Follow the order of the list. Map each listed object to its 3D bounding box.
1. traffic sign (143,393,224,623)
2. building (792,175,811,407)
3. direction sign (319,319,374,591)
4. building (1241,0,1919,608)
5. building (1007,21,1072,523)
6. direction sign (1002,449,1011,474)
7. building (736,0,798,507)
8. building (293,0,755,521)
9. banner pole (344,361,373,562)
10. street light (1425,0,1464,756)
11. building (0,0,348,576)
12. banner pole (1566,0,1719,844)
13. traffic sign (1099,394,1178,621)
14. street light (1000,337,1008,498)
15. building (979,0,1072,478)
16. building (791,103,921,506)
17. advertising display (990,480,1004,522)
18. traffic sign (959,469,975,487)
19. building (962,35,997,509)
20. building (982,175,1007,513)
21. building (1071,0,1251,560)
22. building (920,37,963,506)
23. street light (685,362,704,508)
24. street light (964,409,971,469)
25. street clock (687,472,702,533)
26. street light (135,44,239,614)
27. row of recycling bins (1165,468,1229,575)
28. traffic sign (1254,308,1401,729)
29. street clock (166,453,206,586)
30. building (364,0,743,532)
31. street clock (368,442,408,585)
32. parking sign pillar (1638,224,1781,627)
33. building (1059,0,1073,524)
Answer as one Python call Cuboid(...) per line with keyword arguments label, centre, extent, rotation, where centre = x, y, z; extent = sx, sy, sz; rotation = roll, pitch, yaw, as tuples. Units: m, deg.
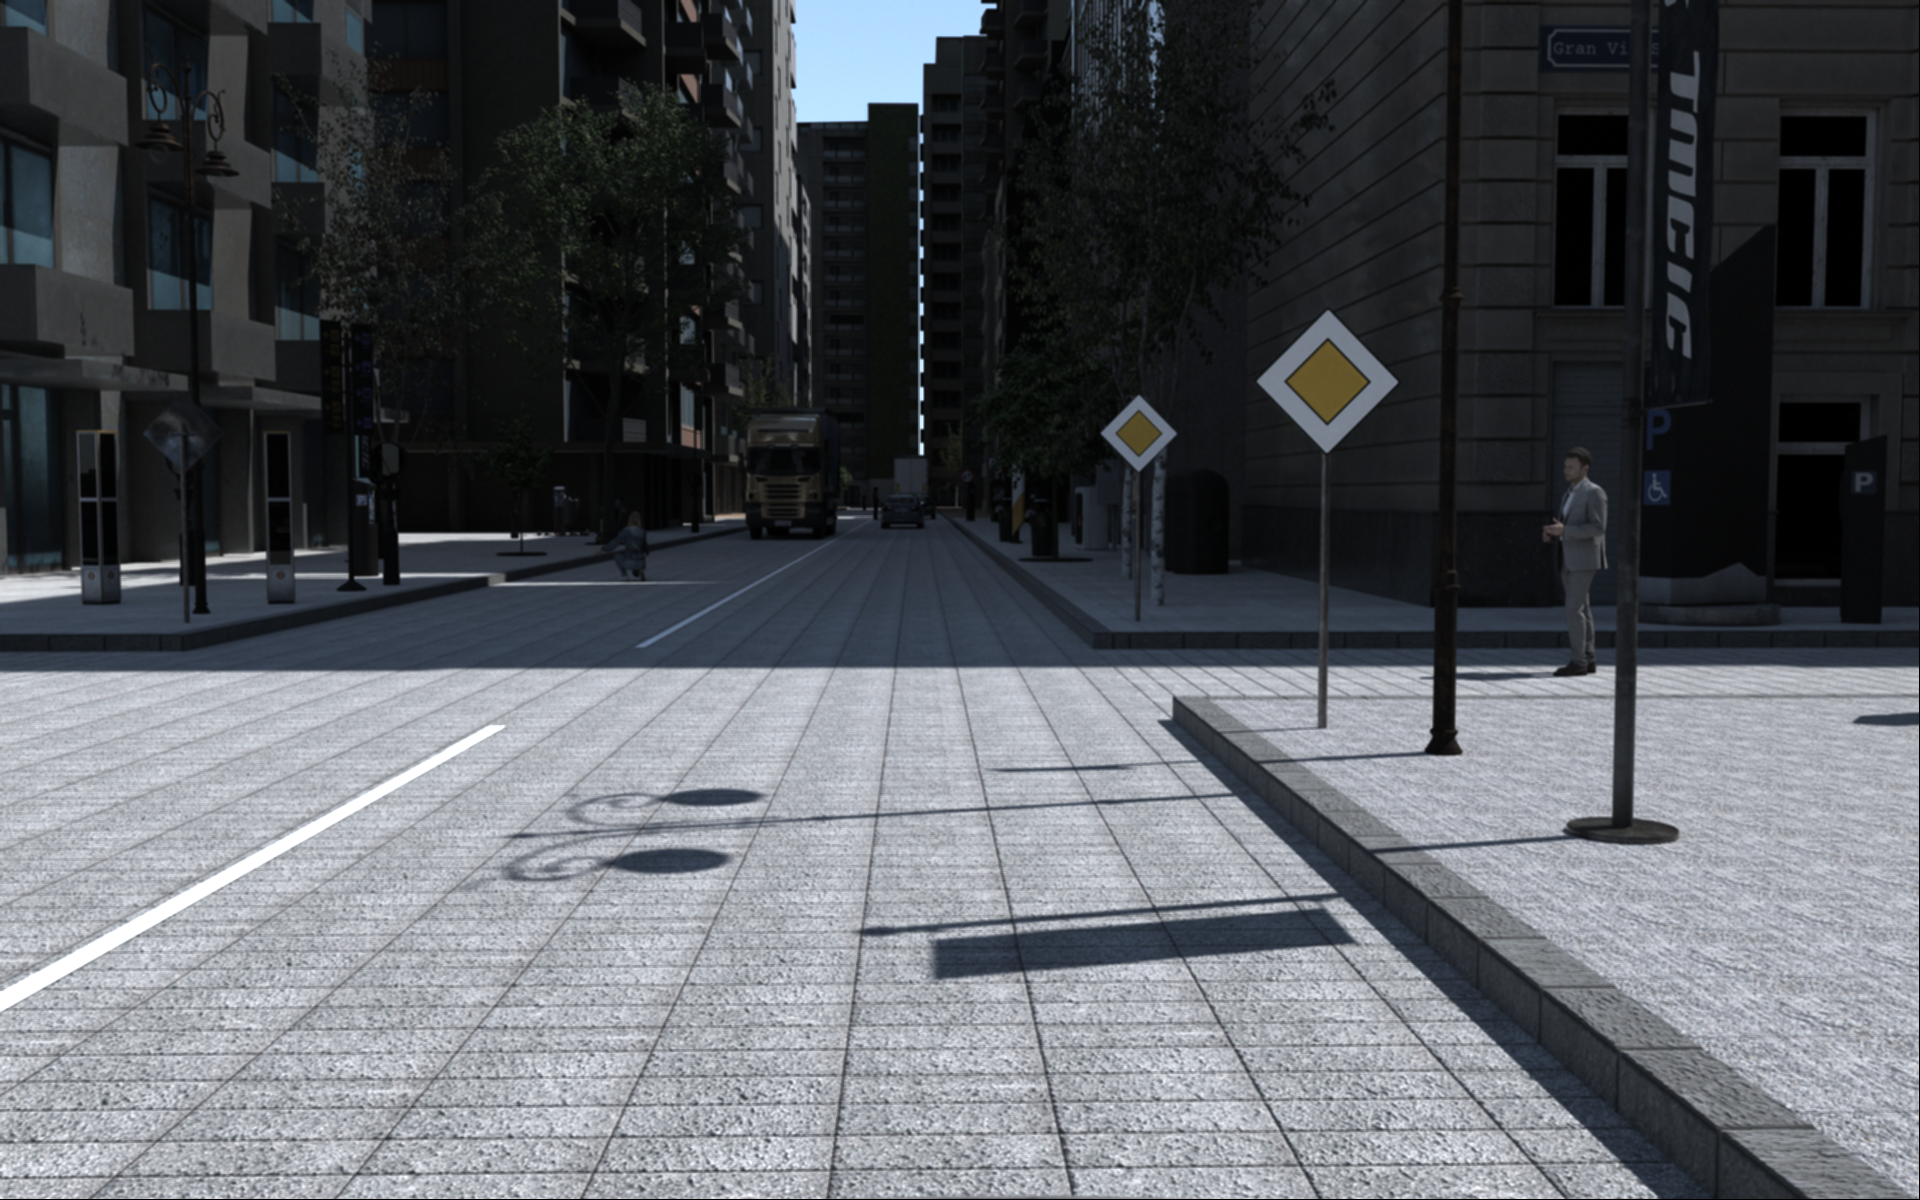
Cuboid(label="traffic sign", centre=(-7.703, -0.829, 17.204), extent=(0.795, 2.450, 0.064), rotation=(0, 4, -1))
Cuboid(label="building", centre=(-20.830, -23.685, 158.958), extent=(14.107, 30.474, 14.160), rotation=(0, 4, -1))
Cuboid(label="direction sign", centre=(-8.084, -1.891, 22.907), extent=(0.379, 3.537, 0.876), rotation=(2, 4, 27))
Cuboid(label="building", centre=(17.277, -13.905, 24.617), extent=(25.104, 27.353, 12.463), rotation=(0, 4, -1))
Cuboid(label="building", centre=(8.845, -15.611, 84.922), extent=(12.332, 23.373, 15.834), rotation=(0, 4, -1))
Cuboid(label="direction sign", centre=(2.085, -4.690, 68.683), extent=(0.876, 3.537, 0.379), rotation=(2, 4, 25))
Cuboid(label="building", centre=(-26.952, -33.430, 135.819), extent=(28.713, 52.752, 27.495), rotation=(0, 4, -1))
Cuboid(label="building", centre=(-24.639, -29.775, 106.437), extent=(23.786, 49.044, 30.456), rotation=(0, 4, -1))
Cuboid(label="banner pole", centre=(-11.359, -2.619, 32.830), extent=(0.401, 3.779, 0.863), rotation=(1, 4, 15))
Cuboid(label="street light", centre=(2.396, -2.178, 8.405), extent=(0.468, 5.910, 1.993), rotation=(0, 4, -1))
Cuboid(label="building", centre=(-25.069, -25.238, 32.243), extent=(23.786, 49.044, 30.456), rotation=(0, 4, -1))
Cuboid(label="banner pole", centre=(2.502, -0.989, 6.189), extent=(0.401, 3.779, 0.863), rotation=(0, 4, -1))
Cuboid(label="traffic sign", centre=(1.789, -0.842, 17.414), extent=(0.795, 2.450, 0.064), rotation=(0, 4, -1))
Cuboid(label="street light", centre=(1.345, -4.795, 51.183), extent=(0.468, 5.910, 1.993), rotation=(0, 4, -1))
Cuboid(label="building", centre=(12.784, -29.499, 136.934), extent=(22.147, 44.769, 28.867), rotation=(0, 4, -1))
Cuboid(label="building", centre=(-11.236, -30.639, 184.545), extent=(14.086, 41.232, 14.154), rotation=(0, 4, -1))
Cuboid(label="advertising display", centre=(1.718, -4.495, 78.701), extent=(0.123, 1.923, 0.974), rotation=(3, 5, 40))
Cuboid(label="traffic sign", centre=(0.349, -5.287, 86.548), extent=(0.768, 2.556, 0.104), rotation=(0, 4, 5))
Cuboid(label="building", centre=(7.130, -29.058, 158.688), extent=(14.154, 41.232, 14.086), rotation=(0, 4, -1))
Cuboid(label="building", centre=(15.742, -16.135, 108.838), extent=(27.650, 21.520, 28.899), rotation=(0, 4, -1))
Cuboid(label="building", centre=(9.650, -13.748, 42.809), extent=(12.078, 24.808, 19.932), rotation=(0, 4, -1))
Cuboid(label="building", centre=(6.517, -34.530, 188.267), extent=(21.600, 48.544, 21.300), rotation=(0, 4, -1))
Cuboid(label="street light", centre=(-9.059, -5.288, 59.254), extent=(0.468, 5.910, 1.993), rotation=(0, 4, -1))
Cuboid(label="street light", centre=(0.427, -7.293, 92.022), extent=(0.468, 5.910, 1.993), rotation=(0, 4, -1))
Cuboid(label="street clock", centre=(-8.783, -3.231, 57.402), extent=(0.471, 2.002, 0.358), rotation=(2, 4, 32))
Cuboid(label="street light", centre=(-8.150, -2.791, 18.427), extent=(0.468, 5.910, 1.993), rotation=(0, 4, -1))
Cuboid(label="row of recycling bins", centre=(3.940, -1.355, 29.265), extent=(1.069, 1.692, 3.534), rotation=(0, 4, 4))
Cuboid(label="traffic sign", centre=(1.983, -0.354, 9.431), extent=(0.795, 2.450, 0.064), rotation=(0, 4, -1))
Cuboid(label="street clock", centre=(-10.801, -1.202, 24.224), extent=(0.471, 2.002, 0.358), rotation=(0, 4, 6))
Cuboid(label="building", centre=(-20.747, -25.410, 70.081), extent=(22.147, 44.769, 28.867), rotation=(0, 4, -1))
Cuboid(label="street clock", centre=(-8.025, -1.213, 24.395), extent=(0.471, 2.002, 0.358), rotation=(0, 4, -4))
Cuboid(label="parking sign pillar", centre=(7.472, -1.765, 17.327), extent=(1.447, 3.967, 1.447), rotation=(-2, 4, -24))
Cuboid(label="building", centre=(11.197, -16.951, 64.546), extent=(14.401, 28.519, 23.554), rotation=(0, 4, -1))
